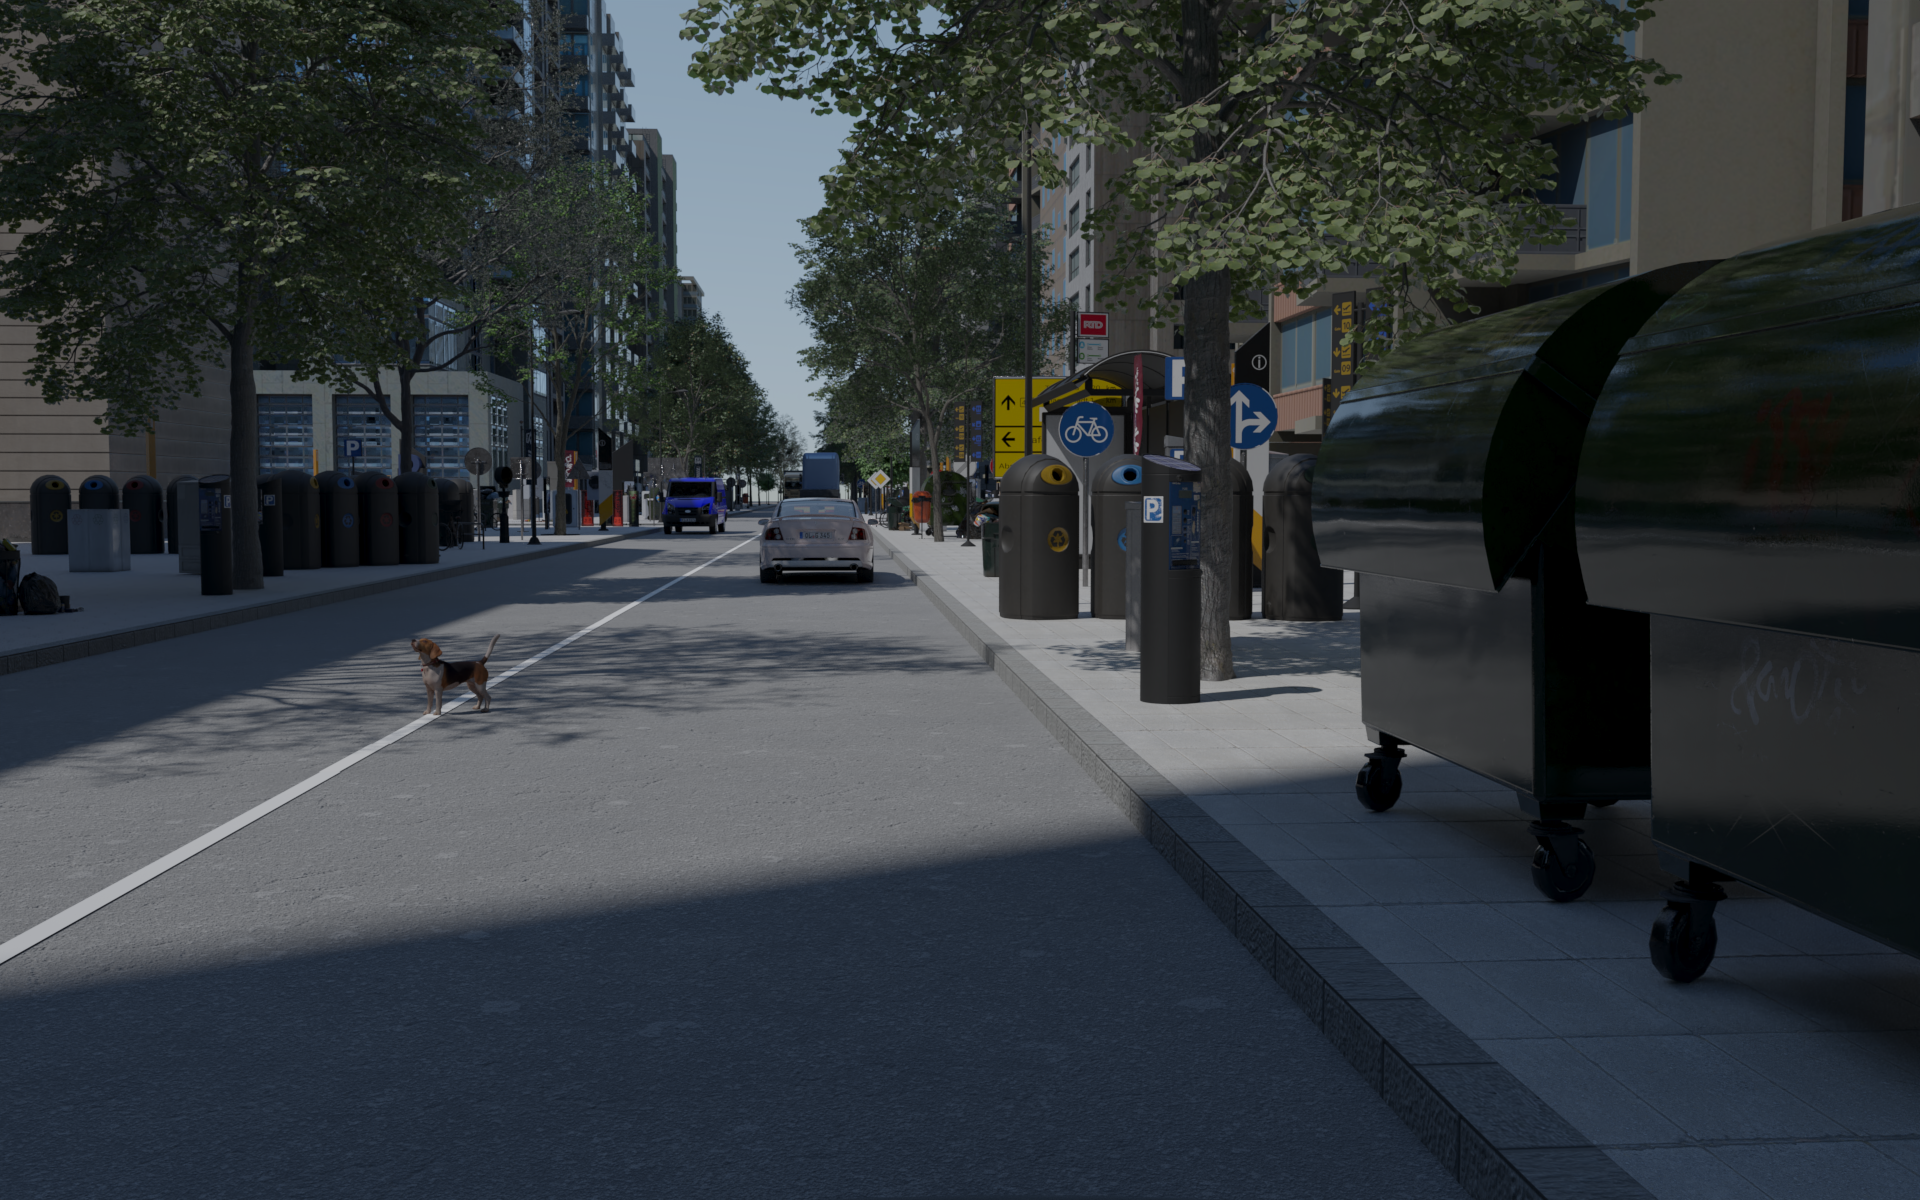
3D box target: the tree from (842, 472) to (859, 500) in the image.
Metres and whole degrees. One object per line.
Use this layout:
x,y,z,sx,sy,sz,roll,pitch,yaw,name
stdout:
-14.897,-19.689,238.919,9.611,12.733,9.660,0,3,0,tree

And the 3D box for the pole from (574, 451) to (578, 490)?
-18.326,-5.430,82.616,0.158,3.312,0.155,0,3,0,pole

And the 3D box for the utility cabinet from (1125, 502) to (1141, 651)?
1.699,-0.207,14.545,0.306,1.237,1.020,2,4,25,utility cabinet

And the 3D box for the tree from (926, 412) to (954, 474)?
-1.392,-11.400,136.753,4.360,8.622,3.978,0,3,0,tree

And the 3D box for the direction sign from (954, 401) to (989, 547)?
0.201,-3.075,42.273,0.876,3.537,0.379,3,5,40,direction sign

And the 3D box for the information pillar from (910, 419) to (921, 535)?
-1.402,-3.836,54.075,0.183,3.616,0.504,2,4,30,information pillar

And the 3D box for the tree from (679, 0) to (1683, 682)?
1.532,-5.748,12.112,7.486,12.596,7.792,0,3,0,tree

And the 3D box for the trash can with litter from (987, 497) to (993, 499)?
0.613,-2.786,56.931,1.055,1.170,0.624,2,4,29,trash can with litter

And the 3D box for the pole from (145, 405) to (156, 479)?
-18.609,-2.815,39.866,0.158,3.312,0.155,0,3,0,pole

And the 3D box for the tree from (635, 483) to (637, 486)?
-27.623,-9.056,142.674,1.663,3.219,1.824,0,3,0,tree

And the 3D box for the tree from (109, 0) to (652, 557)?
-11.289,-7.605,34.707,12.009,13.543,11.850,0,3,0,tree

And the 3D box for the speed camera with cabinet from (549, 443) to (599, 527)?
-14.645,-4.428,66.727,2.038,3.252,0.660,0,4,5,speed camera with cabinet

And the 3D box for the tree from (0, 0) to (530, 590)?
-9.224,-6.415,23.018,7.486,12.596,7.792,0,3,0,tree

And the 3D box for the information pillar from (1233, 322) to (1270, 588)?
3.982,-1.972,23.601,0.504,3.616,0.183,0,4,-6,information pillar

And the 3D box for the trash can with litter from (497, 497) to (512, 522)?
-21.247,-4.199,80.033,0.624,1.170,1.055,1,4,23,trash can with litter

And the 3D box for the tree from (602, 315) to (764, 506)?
-14.719,-9.586,91.147,8.767,10.594,7.601,0,4,-3,tree

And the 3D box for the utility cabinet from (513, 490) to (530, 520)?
-21.584,-4.718,85.816,0.318,1.500,1.173,3,5,40,utility cabinet

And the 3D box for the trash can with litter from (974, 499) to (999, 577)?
0.542,-0.959,27.060,0.624,1.170,1.055,0,4,2,trash can with litter

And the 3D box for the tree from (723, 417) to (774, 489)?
-17.965,-11.469,137.885,4.360,8.622,3.978,0,3,0,tree

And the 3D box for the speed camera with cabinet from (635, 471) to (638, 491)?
-27.875,-9.290,146.228,2.038,3.252,0.660,2,4,27,speed camera with cabinet

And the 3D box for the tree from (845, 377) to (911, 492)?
-3.645,-8.589,90.792,4.737,8.622,4.395,0,3,0,tree

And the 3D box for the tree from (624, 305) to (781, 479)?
-15.877,-11.535,105.612,9.611,12.733,9.660,0,3,0,tree

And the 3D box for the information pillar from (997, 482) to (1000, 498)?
2.509,-6.337,108.109,0.304,2.012,0.304,-3,4,-37,information pillar

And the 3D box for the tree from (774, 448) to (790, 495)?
-25.483,-17.843,242.092,4.360,8.622,3.978,0,3,0,tree

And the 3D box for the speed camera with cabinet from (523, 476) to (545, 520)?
-19.656,-5.360,81.978,0.660,3.252,2.038,3,5,43,speed camera with cabinet

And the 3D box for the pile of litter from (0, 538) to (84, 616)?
-10.320,-0.274,18.441,1.719,0.858,1.176,-1,4,-21,pile of litter

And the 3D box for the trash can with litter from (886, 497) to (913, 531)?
-2.081,-3.003,60.486,1.055,1.170,0.624,3,5,43,trash can with litter

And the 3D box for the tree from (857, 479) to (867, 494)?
-12.550,-13.763,219.619,1.663,3.219,1.824,0,3,0,tree

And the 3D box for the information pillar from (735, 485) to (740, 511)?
-17.203,-7.916,133.914,0.304,2.012,0.304,-2,4,-35,information pillar

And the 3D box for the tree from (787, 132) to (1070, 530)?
-1.293,-9.461,61.346,9.857,13.997,8.962,0,3,0,tree

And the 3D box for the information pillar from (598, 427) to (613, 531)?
-12.369,-4.222,60.382,0.504,3.616,0.183,0,4,-3,information pillar

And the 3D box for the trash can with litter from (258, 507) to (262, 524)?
-12.893,-1.288,32.445,0.624,1.170,1.055,-2,4,-26,trash can with litter

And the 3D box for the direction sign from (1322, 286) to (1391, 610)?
4.438,-1.668,19.272,0.379,3.537,0.876,-2,4,-31,direction sign

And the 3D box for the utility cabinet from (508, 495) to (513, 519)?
-23.081,-4.780,89.313,1.020,1.237,0.306,3,5,39,utility cabinet

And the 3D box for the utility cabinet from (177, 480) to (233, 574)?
-11.906,-1.152,27.511,1.173,1.500,0.318,2,4,27,utility cabinet

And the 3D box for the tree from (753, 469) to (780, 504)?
-25.185,-14.753,224.929,4.285,4.588,4.351,0,3,0,tree

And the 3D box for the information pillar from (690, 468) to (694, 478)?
-21.205,-8.912,137.067,0.504,3.616,0.183,3,4,38,information pillar

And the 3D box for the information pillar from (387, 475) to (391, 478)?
-22.544,-3.897,68.215,0.304,2.012,0.304,-1,4,-14,information pillar

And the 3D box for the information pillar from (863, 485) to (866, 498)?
-7.884,-8.504,143.535,0.304,2.012,0.304,0,4,-6,information pillar

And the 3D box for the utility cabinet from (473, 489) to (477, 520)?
-22.164,-4.313,79.202,0.318,1.500,1.173,0,4,7,utility cabinet

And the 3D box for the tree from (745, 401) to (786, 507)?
-21.601,-15.370,177.048,9.928,11.665,9.643,0,3,0,tree

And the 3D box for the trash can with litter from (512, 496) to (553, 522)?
-19.197,-4.166,79.169,2.233,1.210,1.678,1,4,23,trash can with litter

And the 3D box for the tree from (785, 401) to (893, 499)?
-9.026,-14.239,158.558,9.928,11.665,9.643,0,3,0,tree

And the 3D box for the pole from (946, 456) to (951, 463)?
-0.541,-5.408,82.263,0.158,3.312,0.155,0,3,0,pole

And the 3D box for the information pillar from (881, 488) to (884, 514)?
-4.943,-7.300,110.703,0.183,3.616,0.504,0,4,1,information pillar

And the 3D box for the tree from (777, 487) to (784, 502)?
-30.029,-18.034,289.463,1.663,3.219,1.824,0,3,0,tree

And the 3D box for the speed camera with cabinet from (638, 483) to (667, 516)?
-17.255,-6.434,99.528,2.038,3.252,0.660,1,4,18,speed camera with cabinet

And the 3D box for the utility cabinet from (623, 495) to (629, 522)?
-15.079,-4.160,79.184,0.306,1.237,1.020,1,4,18,utility cabinet

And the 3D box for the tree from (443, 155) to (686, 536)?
-12.238,-7.789,53.107,9.928,11.665,9.643,0,3,0,tree

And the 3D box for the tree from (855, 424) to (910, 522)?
-3.299,-5.924,80.564,4.285,4.588,4.351,0,3,0,tree

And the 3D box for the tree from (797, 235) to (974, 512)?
-4.966,-16.432,124.558,12.611,20.169,13.585,0,3,0,tree

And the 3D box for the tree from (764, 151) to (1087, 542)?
-0.554,-6.856,46.502,8.767,10.594,7.601,0,4,-3,tree

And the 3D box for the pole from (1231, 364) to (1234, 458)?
4.334,-2.037,27.152,0.158,3.312,0.155,0,3,0,pole

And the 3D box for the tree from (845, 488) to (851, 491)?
-15.393,-18.562,253.855,4.360,8.622,3.978,0,3,0,tree
